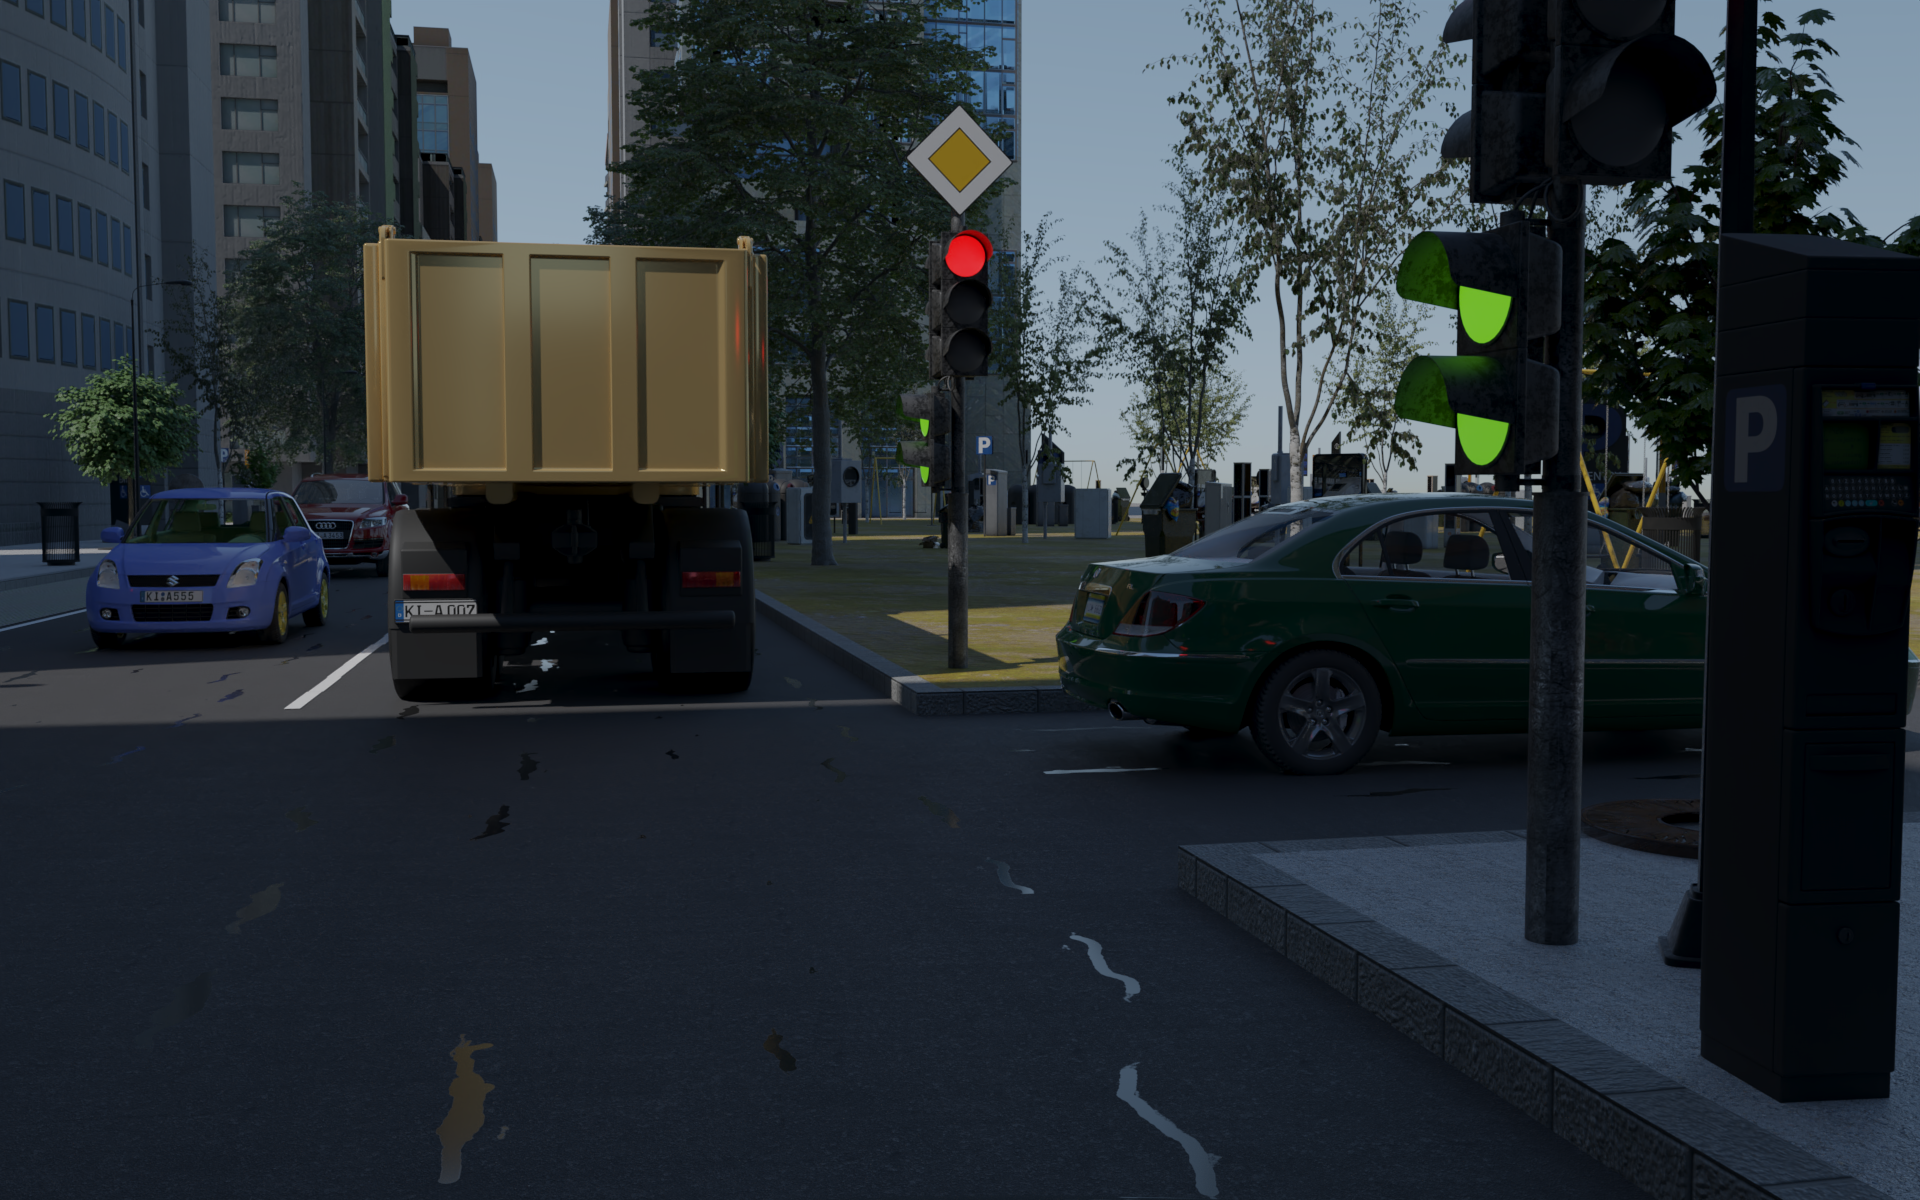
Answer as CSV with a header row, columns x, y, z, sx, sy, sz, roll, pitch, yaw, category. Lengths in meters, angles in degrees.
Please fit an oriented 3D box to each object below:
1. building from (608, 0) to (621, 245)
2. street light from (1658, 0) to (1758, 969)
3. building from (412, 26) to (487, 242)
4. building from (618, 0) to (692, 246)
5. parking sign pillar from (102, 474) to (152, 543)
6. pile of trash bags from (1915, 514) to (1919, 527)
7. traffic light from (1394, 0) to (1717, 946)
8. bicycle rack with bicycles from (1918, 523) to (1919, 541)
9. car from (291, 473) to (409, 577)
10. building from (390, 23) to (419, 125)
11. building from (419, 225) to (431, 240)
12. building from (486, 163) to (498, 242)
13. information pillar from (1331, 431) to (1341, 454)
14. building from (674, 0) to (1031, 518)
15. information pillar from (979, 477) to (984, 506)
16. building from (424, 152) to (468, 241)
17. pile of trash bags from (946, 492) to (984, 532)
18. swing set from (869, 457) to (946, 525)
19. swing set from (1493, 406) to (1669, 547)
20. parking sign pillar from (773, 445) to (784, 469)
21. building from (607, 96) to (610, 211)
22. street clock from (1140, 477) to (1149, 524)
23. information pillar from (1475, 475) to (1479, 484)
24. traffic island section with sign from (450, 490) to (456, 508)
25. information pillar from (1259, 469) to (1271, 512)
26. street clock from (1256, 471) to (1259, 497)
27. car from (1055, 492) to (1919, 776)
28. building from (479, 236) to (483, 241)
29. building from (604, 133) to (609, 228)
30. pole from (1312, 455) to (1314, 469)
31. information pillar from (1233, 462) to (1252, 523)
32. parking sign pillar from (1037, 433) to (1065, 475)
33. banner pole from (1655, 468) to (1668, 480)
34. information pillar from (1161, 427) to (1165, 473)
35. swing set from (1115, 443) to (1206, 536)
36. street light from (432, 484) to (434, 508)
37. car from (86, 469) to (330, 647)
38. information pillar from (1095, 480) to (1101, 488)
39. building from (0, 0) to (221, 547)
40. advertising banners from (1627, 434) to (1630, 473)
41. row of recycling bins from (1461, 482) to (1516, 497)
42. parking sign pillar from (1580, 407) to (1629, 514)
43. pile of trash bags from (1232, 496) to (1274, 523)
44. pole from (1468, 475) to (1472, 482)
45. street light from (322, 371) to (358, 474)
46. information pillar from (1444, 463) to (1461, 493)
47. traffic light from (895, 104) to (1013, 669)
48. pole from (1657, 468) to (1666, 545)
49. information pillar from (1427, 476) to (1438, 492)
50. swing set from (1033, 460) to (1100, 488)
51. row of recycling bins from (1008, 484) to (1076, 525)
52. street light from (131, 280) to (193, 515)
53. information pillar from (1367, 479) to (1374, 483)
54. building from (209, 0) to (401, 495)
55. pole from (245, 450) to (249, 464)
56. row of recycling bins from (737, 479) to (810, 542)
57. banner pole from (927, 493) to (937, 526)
x,y,z,sx,sy,sz,roll,pitch,yaw,category
-24.034,-30.851,154.524,14.600,45.320,14.200,-1,4,-12,building
1.562,-1.955,4.502,1.470,5.913,1.316,-1,4,-12,street light
-54.673,-31.801,170.061,14.600,45.320,14.200,-1,4,-12,building
-15.637,-36.202,133.904,21.231,58.520,28.212,-1,4,-12,building
-22.065,-3.521,46.039,1.447,3.967,1.447,2,4,34,parking sign pillar
36.421,-3.498,66.945,3.447,1.369,1.912,-3,4,-38,pile of trash bags
1.684,-0.976,4.872,0.839,4.253,0.868,-1,4,-12,traffic light
24.369,-1.964,45.498,2.925,0.926,2.852,2,4,25,bicycle rack with bicycles
-11.152,-1.395,31.487,2.281,1.827,5.304,-1,4,-12,car
-39.847,-20.242,102.663,14.160,30.474,14.107,-1,4,-12,building
-51.033,-16.967,122.457,27.650,21.520,28.899,-1,4,-12,building
-67.872,-35.292,227.134,14.600,45.320,14.200,-1,4,-12,building
14.061,-4.491,64.785,0.183,3.616,0.504,-2,4,-27,information pillar
-8.401,-48.423,104.381,22.319,86.520,31.000,-1,4,-12,building
1.059,-4.364,75.847,0.304,2.012,0.304,-3,4,-37,information pillar
-48.820,-22.842,145.172,14.160,30.474,14.107,-1,4,-12,building
0.344,-3.050,59.621,1.912,1.369,3.447,-2,4,-25,pile of trash bags
-2.361,-4.694,74.363,3.119,2.851,2.862,-1,4,-13,swing set
8.384,-1.495,22.066,3.119,2.851,2.862,-2,4,-26,swing set
-6.303,-4.245,57.879,1.447,3.967,1.447,1,4,14,parking sign pillar
-26.241,-34.292,184.375,21.300,48.544,21.600,-1,4,-12,building
7.960,-4.295,74.791,0.358,2.002,0.471,3,4,37,street clock
26.213,-5.897,87.769,0.183,3.616,0.504,2,4,31,information pillar
-30.919,-5.983,106.445,1.989,1.847,2.006,-1,4,-12,traffic island section with sign
8.863,-2.804,50.345,0.304,2.012,0.304,2,4,25,information pillar
9.332,-2.992,53.496,0.358,2.002,0.471,2,4,32,street clock
3.008,0.116,9.900,4.920,1.459,2.131,-1,4,-11,car
-58.164,-25.261,184.721,14.160,30.474,14.107,-1,4,-12,building
-31.516,-33.945,209.628,22.147,44.769,28.867,-1,4,-12,building
18.313,-5.856,89.593,0.158,3.312,0.155,0,3,0,pole
6.520,-2.173,40.024,0.304,2.012,0.304,-3,5,-40,information pillar
3.980,-5.353,75.994,1.447,3.967,1.447,-3,5,-43,parking sign pillar
25.660,-4.474,63.165,0.863,3.779,0.401,-2,4,-24,banner pole
7.089,-4.238,60.639,0.183,3.616,0.504,0,4,1,information pillar
6.655,-3.433,53.757,2.862,2.851,3.119,2,4,28,swing set
-33.663,-8.554,112.400,1.470,5.913,1.316,-1,4,-12,street light
-7.488,-0.480,17.445,1.945,1.707,3.694,-1,4,-11,car
7.250,-5.282,90.851,0.304,2.012,0.304,0,4,5,information pillar
-34.658,-30.871,46.747,21.231,58.520,28.212,-1,4,-12,building
19.130,-3.249,49.309,0.090,3.025,2.074,1,4,12,advertising banners
17.882,-3.216,59.691,3.534,1.692,1.069,-3,4,-39,row of recycling bins
13.737,-2.997,37.478,1.447,3.967,1.447,1,4,11,parking sign pillar
7.629,-2.216,45.981,1.912,1.369,3.447,1,4,16,pile of trash bags
26.731,-5.933,90.840,0.158,3.312,0.155,0,3,0,pole
-23.342,-5.667,65.190,1.470,5.913,1.316,-1,4,-12,street light
11.771,-2.257,41.390,0.304,2.012,0.304,3,4,38,information pillar
-0.034,-1.453,12.670,0.839,4.253,0.868,-1,4,-12,traffic light
16.129,-2.811,39.804,0.158,3.312,0.155,0,3,0,pole
18.699,-3.921,68.593,0.304,2.012,0.304,-2,4,-28,information pillar
5.072,-5.091,80.852,3.119,2.851,2.862,2,4,29,swing set
3.559,-4.070,73.655,3.534,1.692,1.069,-3,4,-37,row of recycling bins
-17.319,-3.979,37.601,1.470,5.913,1.316,-1,4,-12,street light
19.767,-4.836,83.565,0.304,2.012,0.304,-2,4,-28,information pillar
-36.974,-24.768,88.559,14.154,41.232,14.086,-1,4,-12,building
-32.912,-5.274,80.077,0.158,3.312,0.155,0,3,0,pole
-5.118,-2.471,47.510,1.069,1.692,3.534,1,4,20,row of recycling bins
-1.109,-4.896,70.063,0.401,3.779,0.863,-1,4,-9,banner pole
